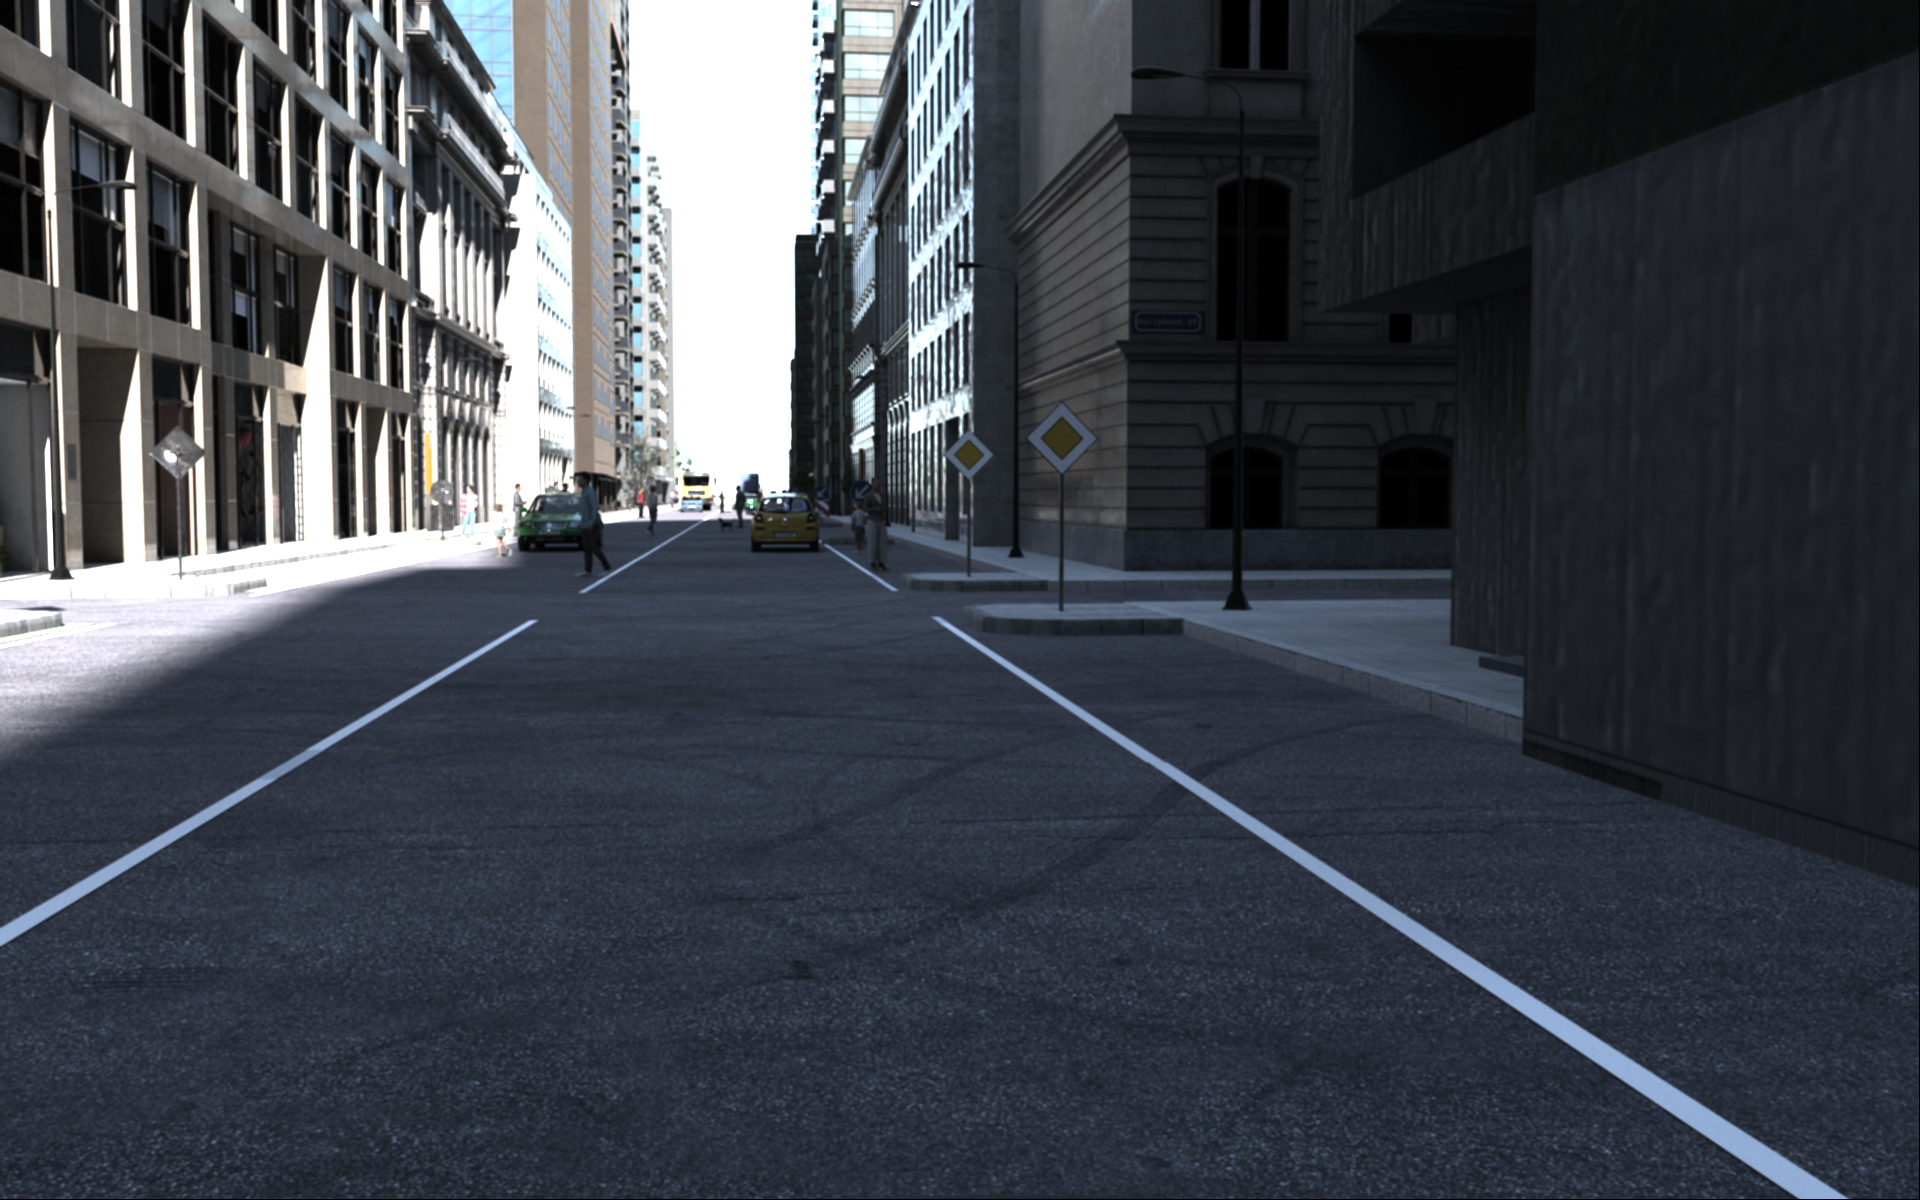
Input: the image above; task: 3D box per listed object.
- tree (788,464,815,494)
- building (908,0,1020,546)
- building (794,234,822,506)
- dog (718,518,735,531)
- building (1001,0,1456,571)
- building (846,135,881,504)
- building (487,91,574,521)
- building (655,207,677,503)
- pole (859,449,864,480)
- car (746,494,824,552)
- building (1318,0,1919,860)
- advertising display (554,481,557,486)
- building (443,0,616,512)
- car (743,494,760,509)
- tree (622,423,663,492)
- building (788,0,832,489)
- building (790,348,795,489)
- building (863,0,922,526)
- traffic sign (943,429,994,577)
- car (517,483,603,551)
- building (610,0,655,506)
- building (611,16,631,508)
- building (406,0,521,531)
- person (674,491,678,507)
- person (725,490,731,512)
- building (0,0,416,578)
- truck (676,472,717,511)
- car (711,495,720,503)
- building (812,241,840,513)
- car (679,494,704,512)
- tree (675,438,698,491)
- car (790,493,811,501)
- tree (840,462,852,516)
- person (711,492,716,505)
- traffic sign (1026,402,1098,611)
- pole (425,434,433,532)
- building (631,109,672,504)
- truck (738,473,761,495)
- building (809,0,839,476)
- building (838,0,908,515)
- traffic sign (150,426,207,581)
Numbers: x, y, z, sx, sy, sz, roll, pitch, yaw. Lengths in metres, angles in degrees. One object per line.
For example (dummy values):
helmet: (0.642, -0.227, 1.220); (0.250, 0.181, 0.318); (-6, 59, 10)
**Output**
tree: (-16.552, -12.288, 184.620); (4.285, 4.588, 4.351); (0, 3, 0)
building: (4.454, -11.980, 50.618); (10.420, 20.320, 16.860); (0, 4, -7)
building: (-11.566, -25.857, 194.456); (14.160, 30.474, 14.107); (0, 4, -7)
dog: (-8.985, -2.893, 66.590); (0.540, 0.507, 0.406); (-2, 4, -28)
building: (18.904, -13.215, 35.147); (34.723, 24.649, 14.460); (0, 4, -7)
building: (-0.685, -14.930, 93.253); (9.793, 20.994, 18.267); (0, 4, -7)
building: (-26.363, -14.407, 90.300); (10.420, 20.320, 16.860); (0, 4, -7)
building: (-46.759, -33.983, 239.211); (14.154, 41.232, 14.086); (0, 4, -7)
pole: (-4.417, -5.122, 77.582); (0.158, 3.312, 0.155); (0, 3, 0)
car: (-4.490, -2.094, 44.466); (2.015, 1.641, 3.980); (0, 4, -6)
building: (9.804, -14.667, 11.515); (14.160, 30.474, 14.107); (0, 4, -7)
advertising display: (-20.698, -5.105, 88.678); (0.123, 1.923, 0.974); (-1, 4, -15)
building: (-34.658, -29.676, 135.308); (14.600, 45.320, 14.200); (0, 4, -7)
car: (-17.763, -8.221, 146.206); (2.131, 1.459, 4.920); (0, 4, -8)
tree: (-32.505, -13.847, 176.759); (4.360, 8.622, 3.978); (0, 3, 0)
building: (-12.982, -56.981, 244.311); (22.319, 86.520, 31.000); (0, 4, -7)
building: (-7.063, -22.744, 216.901); (27.650, 21.520, 28.899); (0, 4, -7)
building: (3.422, -14.059, 71.671); (13.314, 21.916, 24.055); (0, 4, -7)
traffic sign: (0.135, -1.419, 26.848); (0.795, 2.450, 0.064); (0, 4, -7)
car: (-10.389, -2.223, 45.141); (1.959, 1.807, 4.718); (0, 4, -5)
building: (-44.487, -45.994, 190.259); (20.563, 71.187, 20.611); (0, 4, -7)
building: (-41.593, -30.673, 156.132); (22.147, 44.769, 28.867); (0, 4, -7)
building: (-25.822, -13.910, 69.223); (13.314, 21.916, 24.055); (0, 4, -7)
person: (-30.974, -10.944, 188.227); (0.721, 1.735, 1.217); (-3, 4, -36)
person: (-18.578, -7.917, 138.614); (0.621, 1.740, 0.551); (-3, 4, -36)
building: (-25.887, -14.391, 39.811); (19.350, 26.468, 34.151); (0, 4, -7)
truck: (-23.146, -9.547, 152.019); (3.469, 3.379, 9.791); (-1, 4, -9)
car: (-33.363, -13.751, 237.192); (2.083, 1.381, 4.827); (0, 4, -5)
building: (2.957, -17.694, 134.344); (27.650, 21.520, 28.899); (0, 4, -7)
car: (-21.591, -7.791, 139.379); (2.014, 1.417, 4.499); (-1, 4, -9)
tree: (-42.520, -19.800, 258.139); (7.601, 10.594, 8.767); (0, 4, 1)
car: (-10.975, -6.544, 116.590); (1.945, 1.707, 3.694); (0, 4, -8)
tree: (-6.700, -6.682, 103.845); (1.663, 3.219, 1.824); (0, 3, 0)
person: (-31.298, -12.863, 219.368); (0.990, 1.755, 0.434); (2, 4, 28)
traffic sign: (1.105, -0.935, 18.922); (0.795, 2.450, 0.064); (0, 4, -7)
pole: (-17.926, -3.953, 58.467); (0.158, 3.312, 0.155); (0, 3, 0)
building: (-48.500, -36.484, 216.121); (23.786, 49.044, 30.456); (0, 4, -7)
truck: (-25.683, -13.625, 212.529); (2.967, 4.110, 18.799); (0, 4, -8)
building: (-2.038, -33.221, 162.776); (23.786, 49.044, 30.456); (0, 4, -7)
building: (-0.887, -26.181, 111.662); (14.154, 41.232, 14.086); (0, 4, -7)
traffic sign: (-11.475, -1.334, 25.453); (0.795, 2.450, 0.064); (0, 4, -7)
